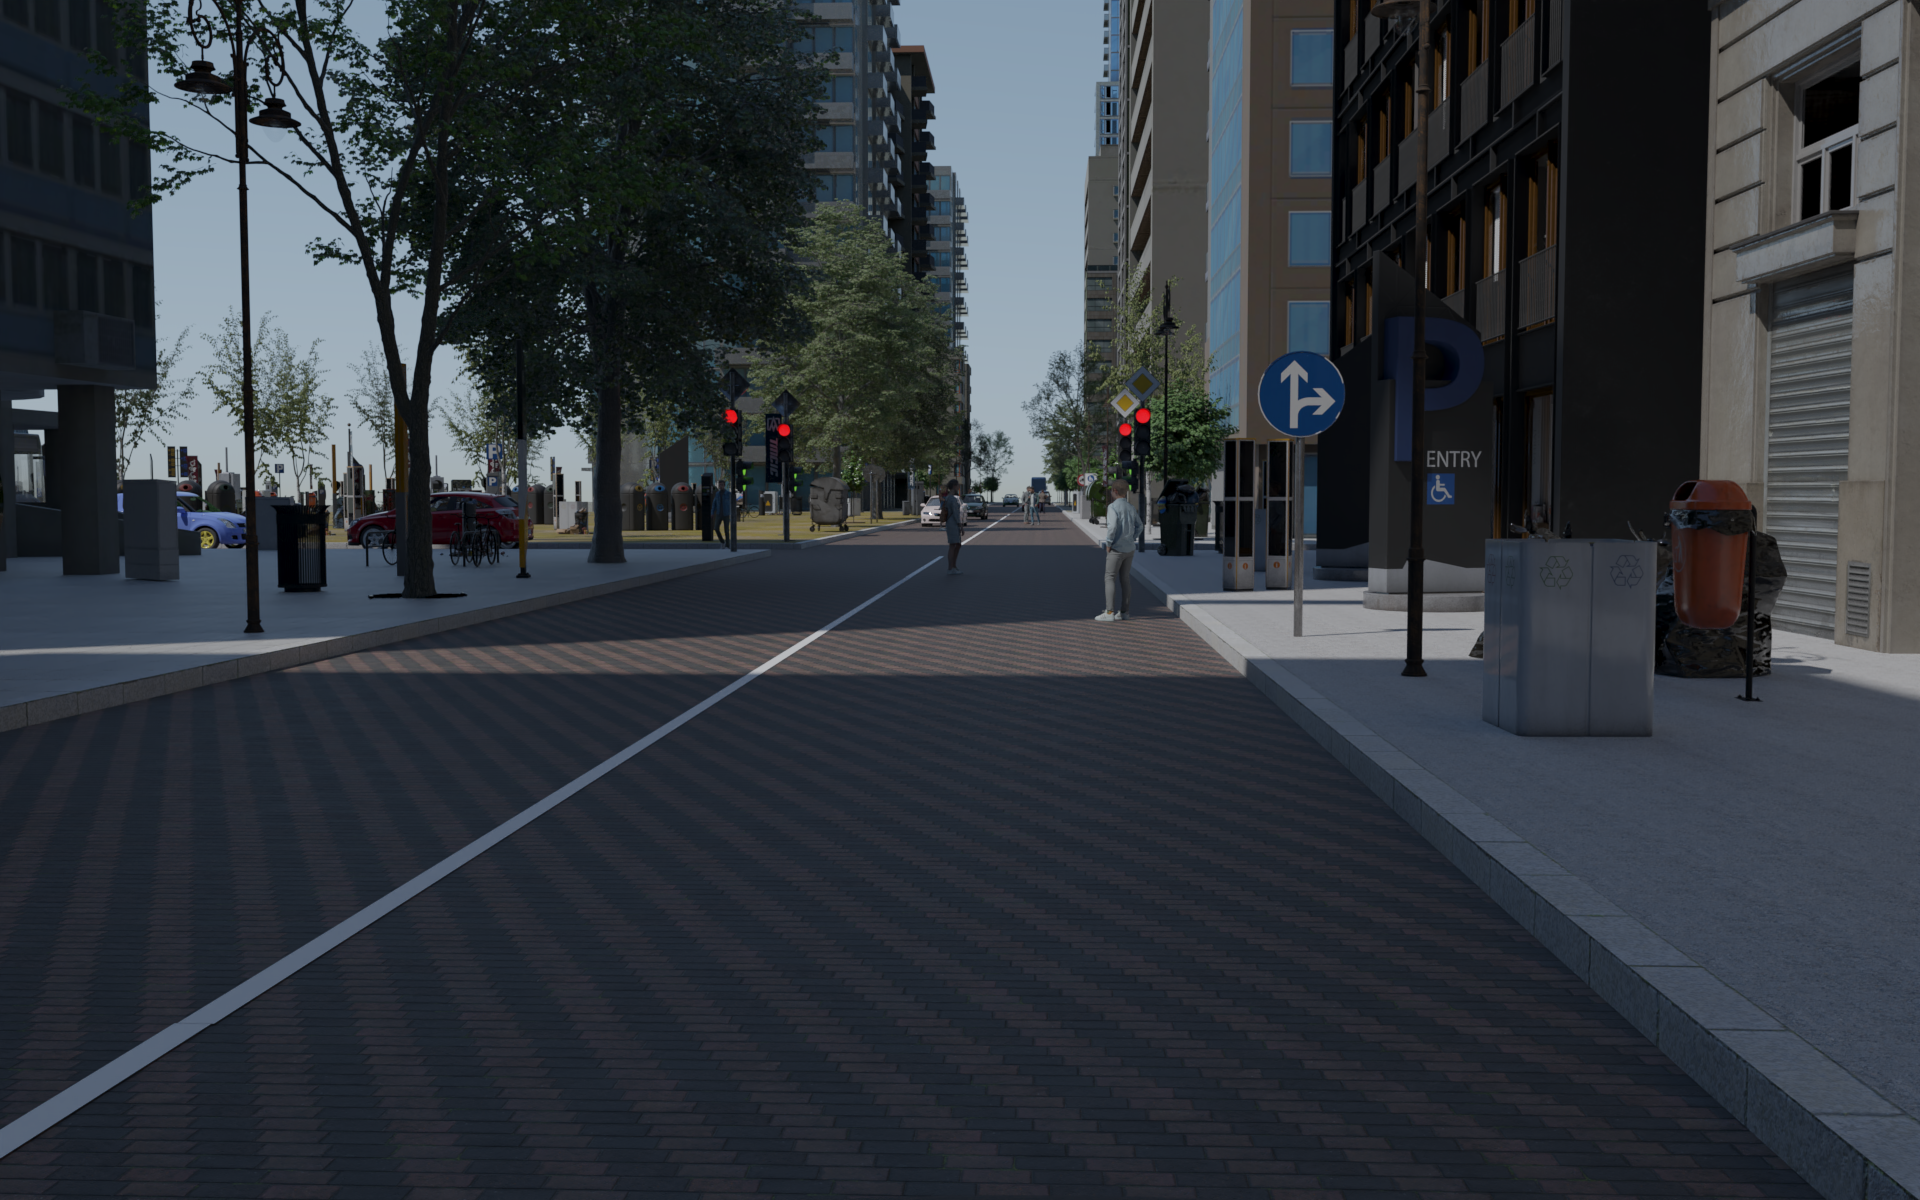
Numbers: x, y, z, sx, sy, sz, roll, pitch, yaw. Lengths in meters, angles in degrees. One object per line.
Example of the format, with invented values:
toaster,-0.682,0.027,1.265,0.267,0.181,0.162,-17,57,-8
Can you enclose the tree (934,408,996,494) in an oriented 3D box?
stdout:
tree,0.464,-15.513,188.048,7.601,10.594,8.767,0,4,7

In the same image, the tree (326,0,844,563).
tree,-6.629,-7.677,32.174,9.857,13.997,8.962,0,3,0

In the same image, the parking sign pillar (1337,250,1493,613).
parking sign pillar,5.263,-1.887,19.329,1.447,3.967,1.447,-1,4,-16

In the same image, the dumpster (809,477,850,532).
dumpster,-4.467,-3.262,59.089,1.264,1.857,1.865,0,4,3

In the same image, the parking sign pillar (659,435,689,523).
parking sign pillar,-12.891,-5.480,78.075,1.447,3.967,1.447,-1,4,-13

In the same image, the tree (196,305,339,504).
tree,-27.812,-7.218,68.379,4.737,8.622,4.395,0,3,0

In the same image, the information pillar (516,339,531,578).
information pillar,-6.707,-2.152,26.539,0.183,3.616,0.504,0,4,-8

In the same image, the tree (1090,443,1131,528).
tree,5.965,-4.357,65.842,1.663,3.219,1.824,0,3,0

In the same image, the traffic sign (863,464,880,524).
traffic sign,-3.810,-4.540,74.328,0.768,2.556,0.104,1,4,10

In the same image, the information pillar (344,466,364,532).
information pillar,-16.084,-2.544,46.082,0.304,2.012,0.304,3,4,36

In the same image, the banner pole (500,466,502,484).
banner pole,-31.535,-7.872,118.724,0.863,3.779,0.401,-2,4,-24

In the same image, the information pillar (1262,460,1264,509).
information pillar,6.677,-2.004,37.250,0.304,2.012,0.304,2,4,24

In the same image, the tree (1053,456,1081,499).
tree,9.318,-9.060,131.837,4.285,4.588,4.351,0,3,0

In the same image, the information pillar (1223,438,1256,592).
information pillar,3.676,-1.121,22.821,0.304,2.012,0.304,-2,4,-30

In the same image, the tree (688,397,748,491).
tree,-14.396,-9.337,103.019,4.360,8.622,3.978,0,3,0

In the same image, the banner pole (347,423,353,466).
banner pole,-21.386,-4.332,60.848,0.401,3.779,0.863,-2,4,-28

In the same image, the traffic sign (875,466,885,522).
traffic sign,-3.750,-4.778,78.220,0.768,2.556,0.104,1,4,10

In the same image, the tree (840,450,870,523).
tree,-4.702,-4.987,76.142,1.663,3.219,1.824,0,3,0

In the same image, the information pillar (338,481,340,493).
information pillar,-34.611,-5.669,97.175,0.304,2.012,0.304,-2,4,-34

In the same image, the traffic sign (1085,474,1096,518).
traffic sign,6.537,-5.157,86.447,0.606,2.300,0.079,1,4,12

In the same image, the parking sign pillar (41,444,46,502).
parking sign pillar,-35.044,-4.811,67.132,1.447,3.967,1.447,2,4,35

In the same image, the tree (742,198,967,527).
tree,-4.373,-9.105,66.994,7.486,12.596,7.792,0,3,0

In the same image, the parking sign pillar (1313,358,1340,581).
parking sign pillar,6.038,-2.290,25.919,1.447,3.967,1.447,2,4,27

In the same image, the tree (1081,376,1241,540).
tree,6.214,-3.970,48.622,4.285,4.588,4.351,0,3,0

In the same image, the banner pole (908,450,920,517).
banner pole,-2.642,-6.674,99.141,0.863,3.779,0.401,2,4,33

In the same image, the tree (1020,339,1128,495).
tree,7.606,-10.328,103.278,8.767,10.594,7.601,1,4,9

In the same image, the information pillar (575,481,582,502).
information pillar,-21.397,-5.665,97.113,0.304,2.012,0.304,0,4,2

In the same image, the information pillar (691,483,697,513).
information pillar,-17.949,-6.874,116.876,0.304,2.012,0.304,-2,4,-26

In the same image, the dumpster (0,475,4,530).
dumpster,-6.847,-0.463,10.066,1.502,2.255,1.985,0,4,3

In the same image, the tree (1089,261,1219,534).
tree,6.011,-6.374,54.583,4.737,8.622,4.395,0,3,0

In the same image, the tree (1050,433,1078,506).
tree,11.808,-14.872,193.526,4.360,8.622,3.978,0,3,0

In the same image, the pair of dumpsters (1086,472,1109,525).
pair of dumpsters,6.183,-4.357,73.730,1.574,2.255,4.437,0,4,3

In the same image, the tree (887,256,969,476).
tree,-4.291,-11.087,87.934,9.857,13.997,8.962,0,3,0

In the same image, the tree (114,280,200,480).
tree,-27.989,-6.592,58.141,4.360,8.622,3.978,0,3,0

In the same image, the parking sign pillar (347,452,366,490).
parking sign pillar,-38.464,-7.458,110.410,1.447,3.967,1.447,1,4,15

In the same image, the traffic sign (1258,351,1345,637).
traffic sign,3.042,-0.942,15.512,0.768,2.556,0.104,0,4,5

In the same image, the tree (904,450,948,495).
tree,-2.543,-8.838,128.211,4.285,4.588,4.351,0,3,0

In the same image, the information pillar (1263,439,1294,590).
information pillar,4.284,-1.145,23.216,0.304,2.012,0.304,1,4,22

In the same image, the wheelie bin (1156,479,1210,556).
wheelie bin,4.552,-1.718,35.995,0.980,1.594,0.693,-3,5,-43

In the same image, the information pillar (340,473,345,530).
information pillar,-20.896,-3.354,59.329,0.304,2.012,0.304,3,4,38

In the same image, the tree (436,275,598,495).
tree,-13.057,-6.117,50.371,4.737,8.622,4.395,0,3,0

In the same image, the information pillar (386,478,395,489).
information pillar,-25.822,-4.531,78.578,0.304,2.012,0.304,1,4,9

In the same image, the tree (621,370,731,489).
tree,-14.198,-8.076,82.402,4.737,8.622,4.395,0,3,0

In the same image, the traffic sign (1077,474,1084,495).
traffic sign,7.801,-6.707,109.759,0.768,2.556,0.104,1,4,12

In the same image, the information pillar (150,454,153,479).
information pillar,-46.658,-6.645,100.007,0.183,3.616,0.504,-2,4,-34

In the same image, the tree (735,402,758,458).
tree,-15.321,-9.787,110.381,4.737,8.622,4.395,0,3,0

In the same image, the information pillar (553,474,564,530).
information pillar,-14.364,-3.518,62.006,0.304,2.012,0.304,-2,4,-33

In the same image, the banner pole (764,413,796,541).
banner pole,-4.917,-3.500,47.244,0.863,3.779,0.401,0,4,7

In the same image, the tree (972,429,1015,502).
tree,5.199,-21.467,276.737,9.928,11.665,9.643,0,3,0

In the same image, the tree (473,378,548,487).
tree,-26.413,-9.227,101.230,4.360,8.622,3.978,0,3,0

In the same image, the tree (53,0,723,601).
tree,-6.751,-5.822,20.944,9.928,11.665,9.643,0,3,0

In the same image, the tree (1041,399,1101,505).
tree,13.078,-17.600,205.889,7.486,12.596,7.792,0,3,0

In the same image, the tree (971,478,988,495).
tree,2.043,-13.559,216.295,1.663,3.219,1.824,0,3,0

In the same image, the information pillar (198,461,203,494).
information pillar,-49.654,-7.442,113.023,0.183,3.616,0.504,1,4,18

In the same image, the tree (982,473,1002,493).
tree,4.875,-17.367,267.655,4.285,4.588,4.351,0,3,0

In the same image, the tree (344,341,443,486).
tree,-27.465,-8.147,83.565,4.360,8.622,3.978,0,3,0
